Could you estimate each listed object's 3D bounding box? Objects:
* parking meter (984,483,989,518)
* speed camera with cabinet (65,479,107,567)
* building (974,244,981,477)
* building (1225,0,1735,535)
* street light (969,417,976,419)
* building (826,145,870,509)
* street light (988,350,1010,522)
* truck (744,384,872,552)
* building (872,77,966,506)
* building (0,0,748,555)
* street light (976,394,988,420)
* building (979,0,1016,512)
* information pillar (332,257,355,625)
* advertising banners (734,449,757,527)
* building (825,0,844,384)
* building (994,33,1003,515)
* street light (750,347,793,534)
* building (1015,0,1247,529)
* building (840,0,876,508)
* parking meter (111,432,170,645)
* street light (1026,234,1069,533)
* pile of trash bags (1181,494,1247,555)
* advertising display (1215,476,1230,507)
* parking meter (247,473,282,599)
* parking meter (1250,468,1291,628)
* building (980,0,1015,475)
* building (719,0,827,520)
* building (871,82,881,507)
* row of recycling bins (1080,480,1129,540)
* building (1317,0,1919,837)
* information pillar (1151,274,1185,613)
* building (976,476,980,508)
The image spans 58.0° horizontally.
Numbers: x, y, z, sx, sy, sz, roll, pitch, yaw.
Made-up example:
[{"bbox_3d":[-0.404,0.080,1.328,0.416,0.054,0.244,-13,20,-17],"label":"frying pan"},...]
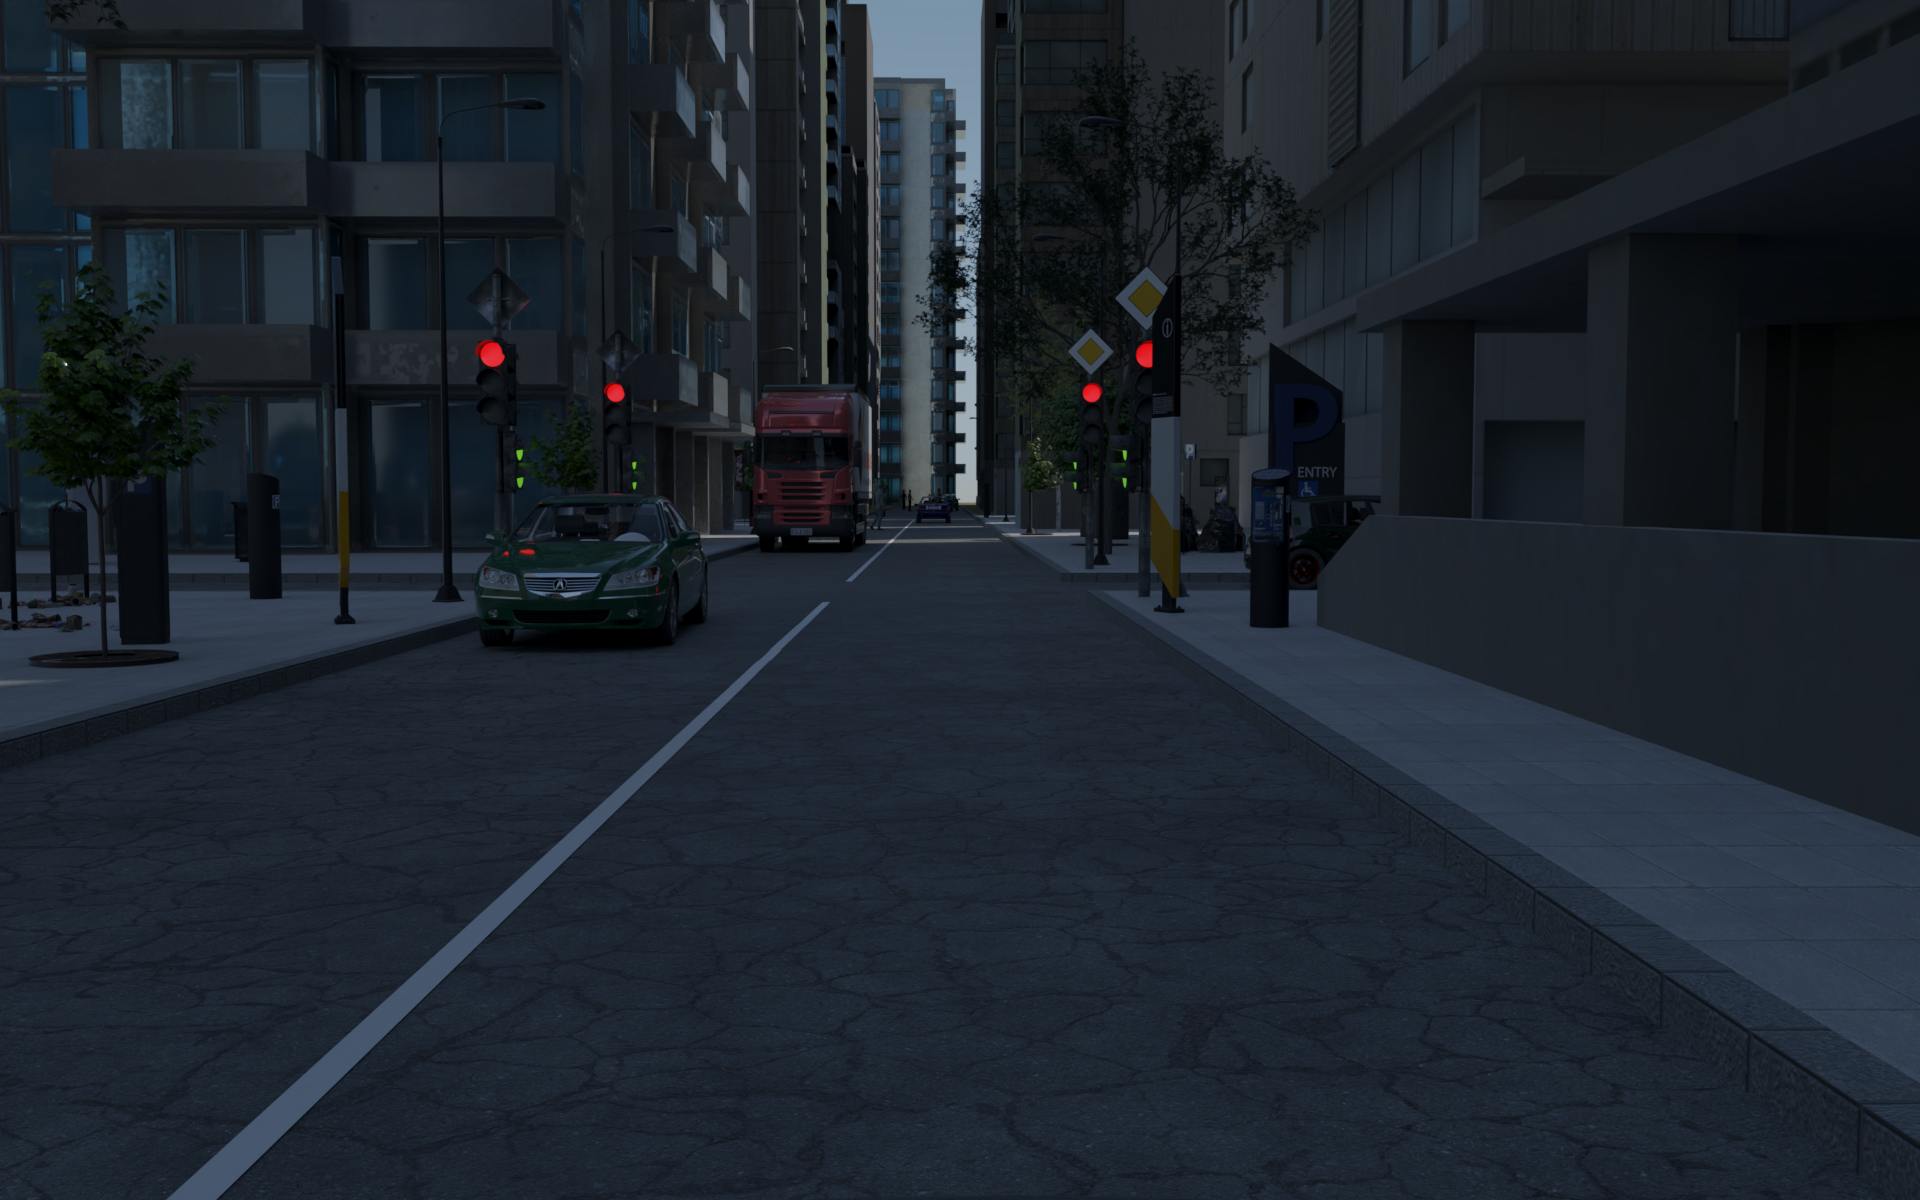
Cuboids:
[{"bbox_3d":[1.428,-5.386,93.764,0.255,1.863,0.399,0,4,-6],"label":"parking meter"},{"bbox_3d":[-15.728,-2.251,31.139,0.660,3.252,2.038,-2,4,-30],"label":"speed camera with cabinet"},{"bbox_3d":[8.816,-25.935,195.740,14.107,30.474,14.160,0,4,-1],"label":"building"},{"bbox_3d":[21.514,-27.649,41.298,27.495,52.752,28.713,0,4,-1],"label":"building"},{"bbox_3d":[1.256,-8.079,104.635,1.470,5.913,1.316,0,4,-1],"label":"street light"},{"bbox_3d":[-14.824,-22.713,143.051,14.160,30.474,14.107,0,4,-1],"label":"building"},{"bbox_3d":[1.731,-5.093,55.819,1.470,5.913,1.316,0,4,-1],"label":"street light"},{"bbox_3d":[-3.835,-3.518,46.429,2.839,4.237,11.283,0,4,0],"label":"truck"},{"bbox_3d":[-14.607,-35.436,198.992,30.456,49.044,23.786,0,4,-1],"label":"building"},{"bbox_3d":[-18.044,-26.254,48.856,23.786,49.044,30.456,0,4,-1],"label":"building"},{"bbox_3d":[1.596,-6.584,80.187,1.470,5.913,1.316,0,4,-1],"label":"street light"},{"bbox_3d":[11.963,-42.288,129.653,20.563,71.187,20.611,0,4,-1],"label":"building"},{"bbox_3d":[-6.078,-1.569,17.011,0.183,3.616,0.504,-1,4,-22],"label":"information pillar"},{"bbox_3d":[-8.103,-4.415,68.378,2.074,3.025,0.090,-3,5,-44],"label":"advertising banners"},{"bbox_3d":[-18.065,-49.261,118.086,22.319,86.520,31.000,0,4,-1],"label":"building"},{"bbox_3d":[9.176,-20.852,112.625,14.160,30.474,14.107,0,4,-1],"label":"building"},{"bbox_3d":[-5.986,-5.041,54.953,1.470,5.913,1.316,0,4,-1],"label":"street light"},{"bbox_3d":[9.165,-18.208,69.409,14.160,30.474,14.107,0,4,-1],"label":"building"},{"bbox_3d":[-14.979,-31.001,156.978,14.600,45.320,14.200,0,4,-1],"label":"building"},{"bbox_3d":[-7.010,-0.557,14.811,0.399,1.863,0.255,-1,4,-11],"label":"parking meter"},{"bbox_3d":[1.998,-3.581,31.085,1.470,5.913,1.316,0,4,-1],"label":"street light"},{"bbox_3d":[5.112,-1.730,38.031,1.912,1.369,3.447,2,4,24],"label":"pile of trash bags"},{"bbox_3d":[9.363,-3.465,61.874,0.123,1.923,0.974,-1,4,-18],"label":"advertising display"},{"bbox_3d":[-8.519,-0.783,21.215,0.372,1.533,0.369,0,3,0],"label":"parking meter"},{"bbox_3d":[2.990,-0.507,16.698,0.372,1.533,0.369,0,3,0],"label":"parking meter"},{"bbox_3d":[8.824,-30.486,148.563,14.600,45.320,14.200,0,4,-1],"label":"building"},{"bbox_3d":[-14.488,-24.948,91.492,14.154,41.232,14.086,0,4,-1],"label":"building"},{"bbox_3d":[-14.961,-29.912,172.650,14.086,41.232,14.154,0,4,-1],"label":"building"},{"bbox_3d":[4.226,-2.645,50.364,1.069,1.692,3.534,0,4,-6],"label":"row of recycling bins"},{"bbox_3d":[19.659,-19.390,8.903,32.217,40.220,23.993,0,4,-1],"label":"building"},{"bbox_3d":[2.236,-1.677,18.768,0.183,3.616,0.504,-2,4,-24],"label":"information pillar"},{"bbox_3d":[17.784,-29.132,168.191,32.217,40.220,23.993,0,4,-1],"label":"building"}]
